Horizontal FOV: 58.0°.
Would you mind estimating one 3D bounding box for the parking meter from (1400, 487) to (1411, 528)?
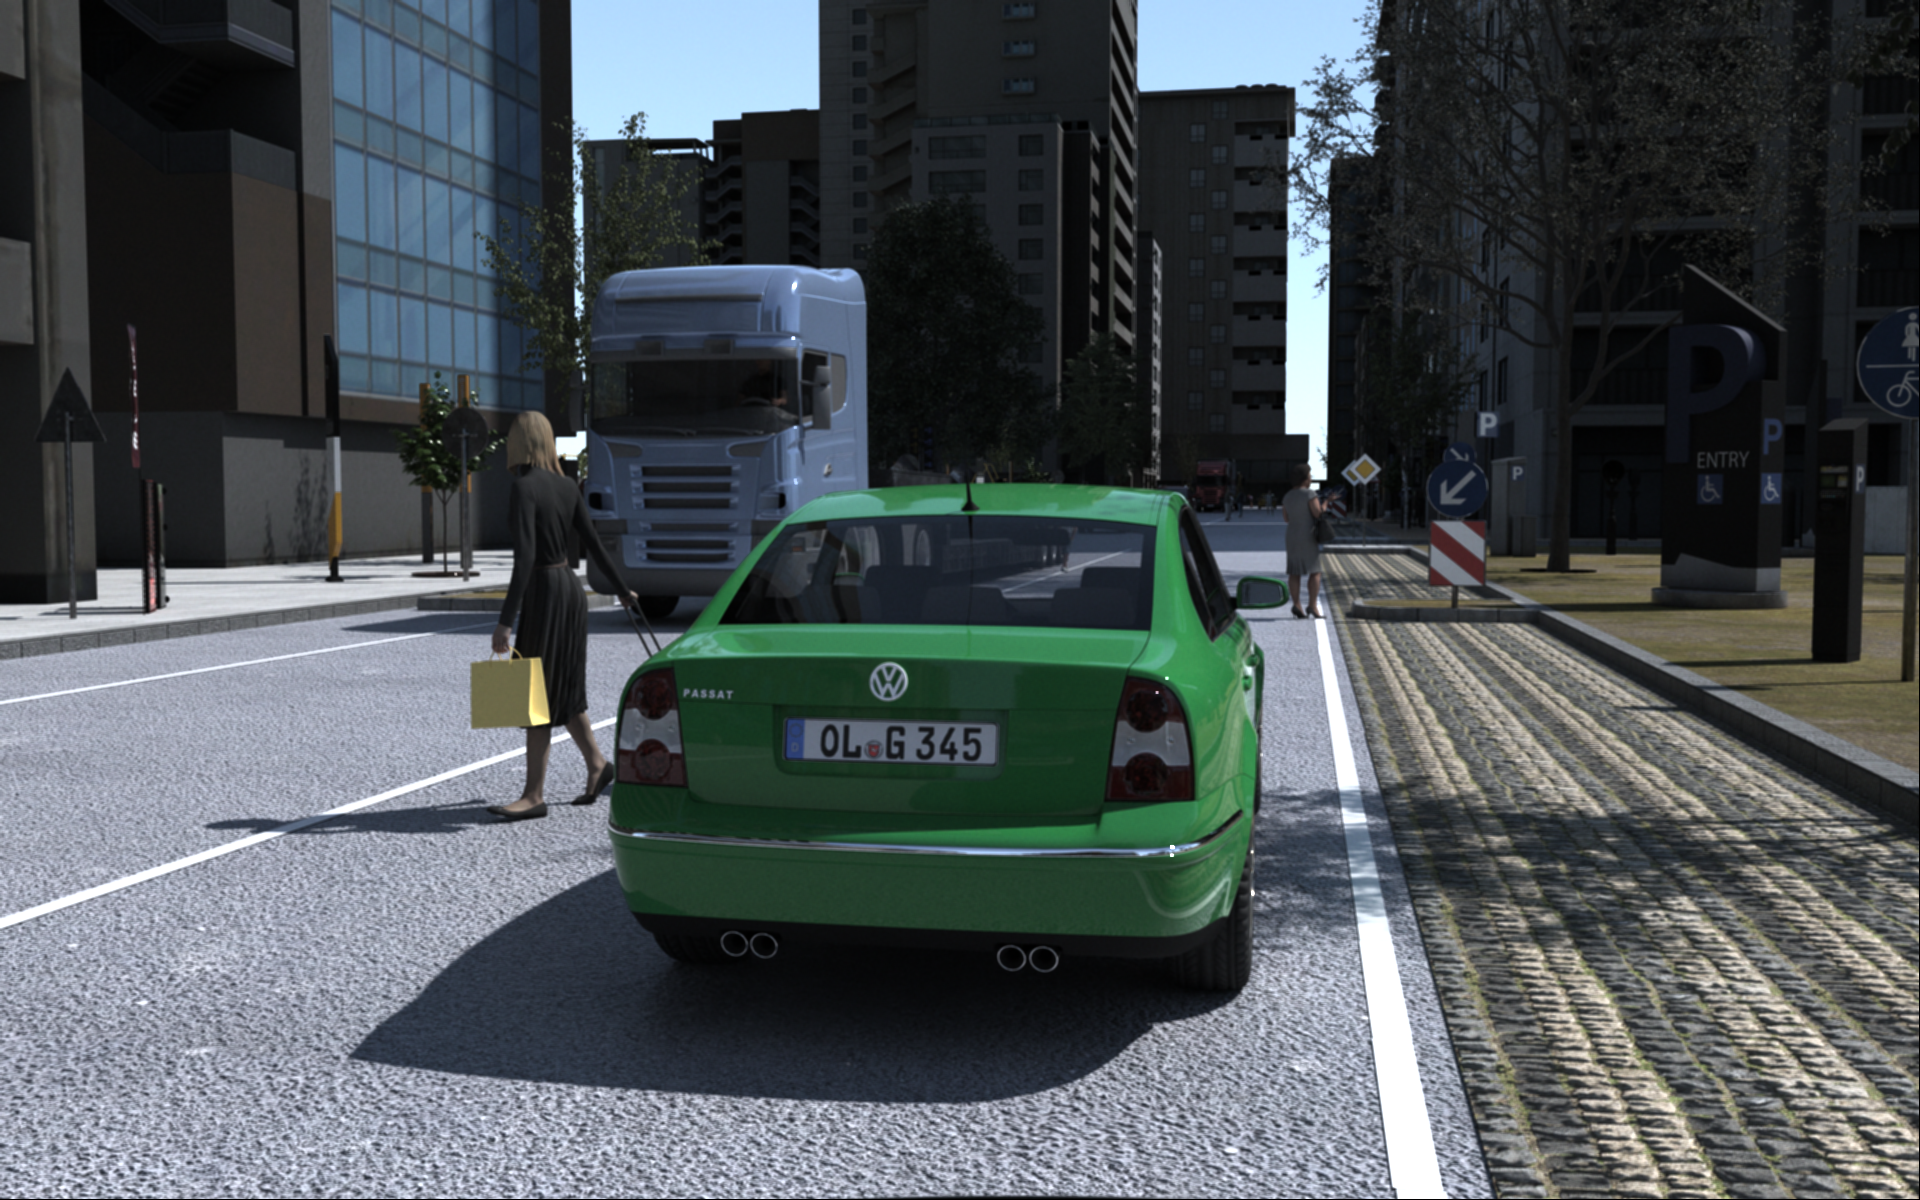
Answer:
[{"bbox_3d":[16.690,-3.451,64.841,0.372,1.533,0.369,0,3,0],"label":"parking meter"}]

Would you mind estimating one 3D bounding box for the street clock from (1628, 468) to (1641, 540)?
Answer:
[{"bbox_3d":[18.713,-2.662,48.098,0.358,2.002,0.471,1,4,9],"label":"street clock"}]

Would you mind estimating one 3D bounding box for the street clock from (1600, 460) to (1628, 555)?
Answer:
[{"bbox_3d":[13.721,-1.950,36.451,0.471,2.002,0.358,1,4,16],"label":"street clock"}]

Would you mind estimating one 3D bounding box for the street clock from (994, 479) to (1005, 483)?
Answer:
[{"bbox_3d":[1.864,-4.725,81.824,0.471,2.002,0.358,-2,4,-25],"label":"street clock"}]

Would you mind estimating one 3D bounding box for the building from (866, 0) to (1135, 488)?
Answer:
[{"bbox_3d":[3.688,-32.361,152.803,21.300,48.544,21.600,1,4,11],"label":"building"}]

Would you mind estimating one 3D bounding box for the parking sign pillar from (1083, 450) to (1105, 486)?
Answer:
[{"bbox_3d":[8.222,-7.219,106.503,1.447,3.967,1.447,0,4,-5],"label":"parking sign pillar"}]

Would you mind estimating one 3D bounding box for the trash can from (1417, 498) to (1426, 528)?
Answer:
[{"bbox_3d":[17.750,-3.320,65.933,0.748,1.137,0.748,0,3,0],"label":"trash can"}]

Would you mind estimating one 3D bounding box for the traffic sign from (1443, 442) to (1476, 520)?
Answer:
[{"bbox_3d":[12.132,-2.569,42.108,0.768,2.556,0.104,1,4,13],"label":"traffic sign"}]

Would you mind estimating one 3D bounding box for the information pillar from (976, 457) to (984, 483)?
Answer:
[{"bbox_3d":[0.972,-5.744,85.268,0.183,3.616,0.504,3,5,43],"label":"information pillar"}]

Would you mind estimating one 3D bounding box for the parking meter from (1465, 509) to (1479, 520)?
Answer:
[{"bbox_3d":[15.976,-2.960,54.101,0.399,1.863,0.255,3,4,37],"label":"parking meter"}]

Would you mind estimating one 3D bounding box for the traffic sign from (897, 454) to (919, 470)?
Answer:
[{"bbox_3d":[-1.680,-3.360,55.050,0.768,2.556,0.104,1,4,11],"label":"traffic sign"}]

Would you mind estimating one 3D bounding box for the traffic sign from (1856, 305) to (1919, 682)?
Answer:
[{"bbox_3d":[6.497,-0.715,11.795,0.768,2.556,0.104,1,4,19],"label":"traffic sign"}]

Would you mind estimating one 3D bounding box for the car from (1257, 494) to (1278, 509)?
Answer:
[{"bbox_3d":[29.535,-9.551,166.384,2.015,1.641,3.980,1,4,11],"label":"car"}]

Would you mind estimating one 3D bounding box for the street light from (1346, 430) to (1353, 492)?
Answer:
[{"bbox_3d":[27.648,-9.186,122.984,0.468,5.910,1.993,1,4,11],"label":"street light"}]

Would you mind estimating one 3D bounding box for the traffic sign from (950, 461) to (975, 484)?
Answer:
[{"bbox_3d":[0.072,-2.978,52.325,0.795,2.450,0.064,1,4,11],"label":"traffic sign"}]

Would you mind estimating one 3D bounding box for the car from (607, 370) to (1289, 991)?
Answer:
[{"bbox_3d":[0.236,0.141,6.489,1.959,1.807,4.718,1,4,11],"label":"car"}]

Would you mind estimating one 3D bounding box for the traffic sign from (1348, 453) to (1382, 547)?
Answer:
[{"bbox_3d":[9.873,-2.362,42.268,0.795,2.450,0.064,1,4,11],"label":"traffic sign"}]

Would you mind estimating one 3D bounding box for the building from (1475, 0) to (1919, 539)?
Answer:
[{"bbox_3d":[28.614,-37.738,55.265,20.611,71.187,20.563,1,4,11],"label":"building"}]

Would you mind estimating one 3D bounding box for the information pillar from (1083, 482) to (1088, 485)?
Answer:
[{"bbox_3d":[7.497,-6.075,103.825,0.304,2.012,0.304,0,4,5],"label":"information pillar"}]

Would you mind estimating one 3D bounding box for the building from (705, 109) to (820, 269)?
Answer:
[{"bbox_3d":[-20.086,-33.575,199.063,14.200,45.320,14.600,1,4,11],"label":"building"}]

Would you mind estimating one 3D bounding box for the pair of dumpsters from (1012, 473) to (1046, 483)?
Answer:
[{"bbox_3d":[3.157,-4.687,79.134,1.574,2.255,4.437,1,4,11],"label":"pair of dumpsters"}]

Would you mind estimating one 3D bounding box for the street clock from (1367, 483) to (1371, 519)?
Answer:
[{"bbox_3d":[20.773,-5.092,87.829,0.358,2.002,0.471,1,4,11],"label":"street clock"}]

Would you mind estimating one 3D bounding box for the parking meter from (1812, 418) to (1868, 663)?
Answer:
[{"bbox_3d":[6.738,-0.462,13.266,0.255,1.863,0.399,3,5,45],"label":"parking meter"}]

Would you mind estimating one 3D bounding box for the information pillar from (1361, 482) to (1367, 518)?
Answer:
[{"bbox_3d":[21.832,-5.448,93.574,0.304,2.012,0.304,1,4,9],"label":"information pillar"}]

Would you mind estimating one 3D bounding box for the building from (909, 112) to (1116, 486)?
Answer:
[{"bbox_3d":[4.398,-22.224,135.062,14.160,30.474,14.107,1,4,11],"label":"building"}]

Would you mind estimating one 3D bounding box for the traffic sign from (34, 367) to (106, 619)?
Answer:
[{"bbox_3d":[-9.129,-1.086,17.753,0.884,2.594,0.081,1,4,16],"label":"traffic sign"}]

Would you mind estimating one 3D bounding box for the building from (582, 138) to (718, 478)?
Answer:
[{"bbox_3d":[-34.584,-31.697,201.841,14.086,41.232,14.154,1,4,11],"label":"building"}]

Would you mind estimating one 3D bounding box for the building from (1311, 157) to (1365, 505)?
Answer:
[{"bbox_3d":[58.799,-34.346,216.179,28.867,44.769,22.147,1,4,11],"label":"building"}]

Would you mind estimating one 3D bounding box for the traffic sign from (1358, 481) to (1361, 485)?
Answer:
[{"bbox_3d":[23.581,-6.176,100.983,0.884,2.594,0.081,1,4,15],"label":"traffic sign"}]

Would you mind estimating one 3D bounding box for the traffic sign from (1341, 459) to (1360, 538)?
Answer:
[{"bbox_3d":[11.400,-2.842,50.106,0.795,2.450,0.064,1,4,11],"label":"traffic sign"}]

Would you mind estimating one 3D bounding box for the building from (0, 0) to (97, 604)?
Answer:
[{"bbox_3d":[-22.904,-23.702,11.233,21.300,48.544,21.600,1,4,11],"label":"building"}]

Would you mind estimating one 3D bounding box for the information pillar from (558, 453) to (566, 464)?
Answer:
[{"bbox_3d":[-22.512,-6.520,97.963,0.504,3.616,0.183,1,4,8],"label":"information pillar"}]

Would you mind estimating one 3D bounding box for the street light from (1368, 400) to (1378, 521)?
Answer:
[{"bbox_3d":[19.984,-6.787,83.752,0.468,5.910,1.993,1,4,11],"label":"street light"}]

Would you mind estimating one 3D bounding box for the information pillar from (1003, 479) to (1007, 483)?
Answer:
[{"bbox_3d":[2.115,-4.952,85.458,0.304,2.012,0.304,2,4,31],"label":"information pillar"}]

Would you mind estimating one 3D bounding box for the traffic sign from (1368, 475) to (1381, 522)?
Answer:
[{"bbox_3d":[19.154,-4.927,80.565,0.884,2.594,0.081,1,4,17],"label":"traffic sign"}]

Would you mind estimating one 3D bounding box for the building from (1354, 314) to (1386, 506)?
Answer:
[{"bbox_3d":[55.184,-20.373,178.132,27.650,21.520,28.899,1,4,11],"label":"building"}]

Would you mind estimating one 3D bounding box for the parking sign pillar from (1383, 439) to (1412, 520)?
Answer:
[{"bbox_3d":[21.495,-5.899,84.924,1.447,3.967,1.447,-2,4,-27],"label":"parking sign pillar"}]

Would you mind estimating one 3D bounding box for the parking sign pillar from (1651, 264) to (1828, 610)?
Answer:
[{"bbox_3d":[8.723,-1.916,19.800,1.447,3.967,1.447,-2,4,-28],"label":"parking sign pillar"}]

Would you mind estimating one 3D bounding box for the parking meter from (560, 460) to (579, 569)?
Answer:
[{"bbox_3d":[-6.717,-1.470,29.739,0.255,1.863,0.399,-2,4,-29],"label":"parking meter"}]

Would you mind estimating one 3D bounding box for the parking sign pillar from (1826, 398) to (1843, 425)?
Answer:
[{"bbox_3d":[17.600,-2.869,35.387,1.447,3.967,1.447,1,4,16],"label":"parking sign pillar"}]

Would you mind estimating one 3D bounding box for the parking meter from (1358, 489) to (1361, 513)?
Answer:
[{"bbox_3d":[27.214,-6.850,117.713,0.255,1.863,0.399,1,4,15],"label":"parking meter"}]

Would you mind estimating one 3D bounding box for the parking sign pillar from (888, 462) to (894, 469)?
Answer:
[{"bbox_3d":[-4.181,-7.233,106.726,1.447,3.967,1.447,-1,4,-17],"label":"parking sign pillar"}]

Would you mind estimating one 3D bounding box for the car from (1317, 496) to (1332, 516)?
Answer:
[{"bbox_3d":[23.069,-6.026,111.105,1.945,1.354,3.894,1,4,10],"label":"car"}]

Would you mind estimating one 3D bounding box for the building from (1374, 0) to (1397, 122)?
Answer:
[{"bbox_3d":[47.091,-30.275,149.624,22.147,44.769,28.867,1,4,11],"label":"building"}]

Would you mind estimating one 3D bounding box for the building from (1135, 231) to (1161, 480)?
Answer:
[{"bbox_3d":[15.106,-25.751,192.733,14.107,30.474,14.160,1,4,11],"label":"building"}]

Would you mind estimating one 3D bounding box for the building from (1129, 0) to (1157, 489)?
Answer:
[{"bbox_3d":[9.238,-44.938,172.995,20.563,71.187,20.611,1,4,11],"label":"building"}]

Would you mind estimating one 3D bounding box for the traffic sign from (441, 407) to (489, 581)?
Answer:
[{"bbox_3d":[-7.264,-1.547,25.394,0.768,2.556,0.104,1,4,15],"label":"traffic sign"}]

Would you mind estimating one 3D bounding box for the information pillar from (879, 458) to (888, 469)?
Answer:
[{"bbox_3d":[-3.230,-4.986,72.874,0.183,3.616,0.504,-3,5,-44],"label":"information pillar"}]

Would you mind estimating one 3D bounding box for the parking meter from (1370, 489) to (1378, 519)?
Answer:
[{"bbox_3d":[21.164,-4.905,88.604,0.372,1.533,0.369,0,3,0],"label":"parking meter"}]

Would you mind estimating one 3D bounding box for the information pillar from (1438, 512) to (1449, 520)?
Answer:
[{"bbox_3d":[14.240,-2.844,50.990,0.304,2.012,0.304,1,4,20],"label":"information pillar"}]

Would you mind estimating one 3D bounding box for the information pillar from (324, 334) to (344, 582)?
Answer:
[{"bbox_3d":[-9.155,-2.076,25.297,0.183,3.616,0.504,-2,4,-33],"label":"information pillar"}]

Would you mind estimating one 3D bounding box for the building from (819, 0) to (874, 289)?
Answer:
[{"bbox_3d":[-2.858,-46.057,191.279,20.611,71.187,20.563,1,4,11],"label":"building"}]

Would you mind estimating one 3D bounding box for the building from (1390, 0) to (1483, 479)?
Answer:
[{"bbox_3d":[39.779,-29.293,129.053,14.600,45.320,14.200,1,4,11],"label":"building"}]

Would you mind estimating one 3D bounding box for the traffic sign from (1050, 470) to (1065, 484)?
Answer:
[{"bbox_3d":[5.130,-5.583,91.392,0.768,2.556,0.104,1,4,15],"label":"traffic sign"}]

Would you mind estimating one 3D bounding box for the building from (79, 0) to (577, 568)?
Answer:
[{"bbox_3d":[-17.874,-23.645,36.708,14.200,45.320,14.600,1,4,11],"label":"building"}]

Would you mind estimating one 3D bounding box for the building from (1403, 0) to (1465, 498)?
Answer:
[{"bbox_3d":[39.111,-29.694,105.102,23.786,49.044,30.456,1,4,11],"label":"building"}]

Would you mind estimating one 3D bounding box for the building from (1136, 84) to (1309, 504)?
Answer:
[{"bbox_3d":[31.476,-38.872,224.800,27.495,52.752,28.713,1,4,11],"label":"building"}]

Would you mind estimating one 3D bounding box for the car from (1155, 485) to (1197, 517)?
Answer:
[{"bbox_3d":[9.415,-4.176,76.948,2.281,1.827,5.304,1,4,11],"label":"car"}]

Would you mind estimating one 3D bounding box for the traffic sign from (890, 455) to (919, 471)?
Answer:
[{"bbox_3d":[-1.455,-2.498,44.487,0.795,2.450,0.064,1,4,11],"label":"traffic sign"}]
